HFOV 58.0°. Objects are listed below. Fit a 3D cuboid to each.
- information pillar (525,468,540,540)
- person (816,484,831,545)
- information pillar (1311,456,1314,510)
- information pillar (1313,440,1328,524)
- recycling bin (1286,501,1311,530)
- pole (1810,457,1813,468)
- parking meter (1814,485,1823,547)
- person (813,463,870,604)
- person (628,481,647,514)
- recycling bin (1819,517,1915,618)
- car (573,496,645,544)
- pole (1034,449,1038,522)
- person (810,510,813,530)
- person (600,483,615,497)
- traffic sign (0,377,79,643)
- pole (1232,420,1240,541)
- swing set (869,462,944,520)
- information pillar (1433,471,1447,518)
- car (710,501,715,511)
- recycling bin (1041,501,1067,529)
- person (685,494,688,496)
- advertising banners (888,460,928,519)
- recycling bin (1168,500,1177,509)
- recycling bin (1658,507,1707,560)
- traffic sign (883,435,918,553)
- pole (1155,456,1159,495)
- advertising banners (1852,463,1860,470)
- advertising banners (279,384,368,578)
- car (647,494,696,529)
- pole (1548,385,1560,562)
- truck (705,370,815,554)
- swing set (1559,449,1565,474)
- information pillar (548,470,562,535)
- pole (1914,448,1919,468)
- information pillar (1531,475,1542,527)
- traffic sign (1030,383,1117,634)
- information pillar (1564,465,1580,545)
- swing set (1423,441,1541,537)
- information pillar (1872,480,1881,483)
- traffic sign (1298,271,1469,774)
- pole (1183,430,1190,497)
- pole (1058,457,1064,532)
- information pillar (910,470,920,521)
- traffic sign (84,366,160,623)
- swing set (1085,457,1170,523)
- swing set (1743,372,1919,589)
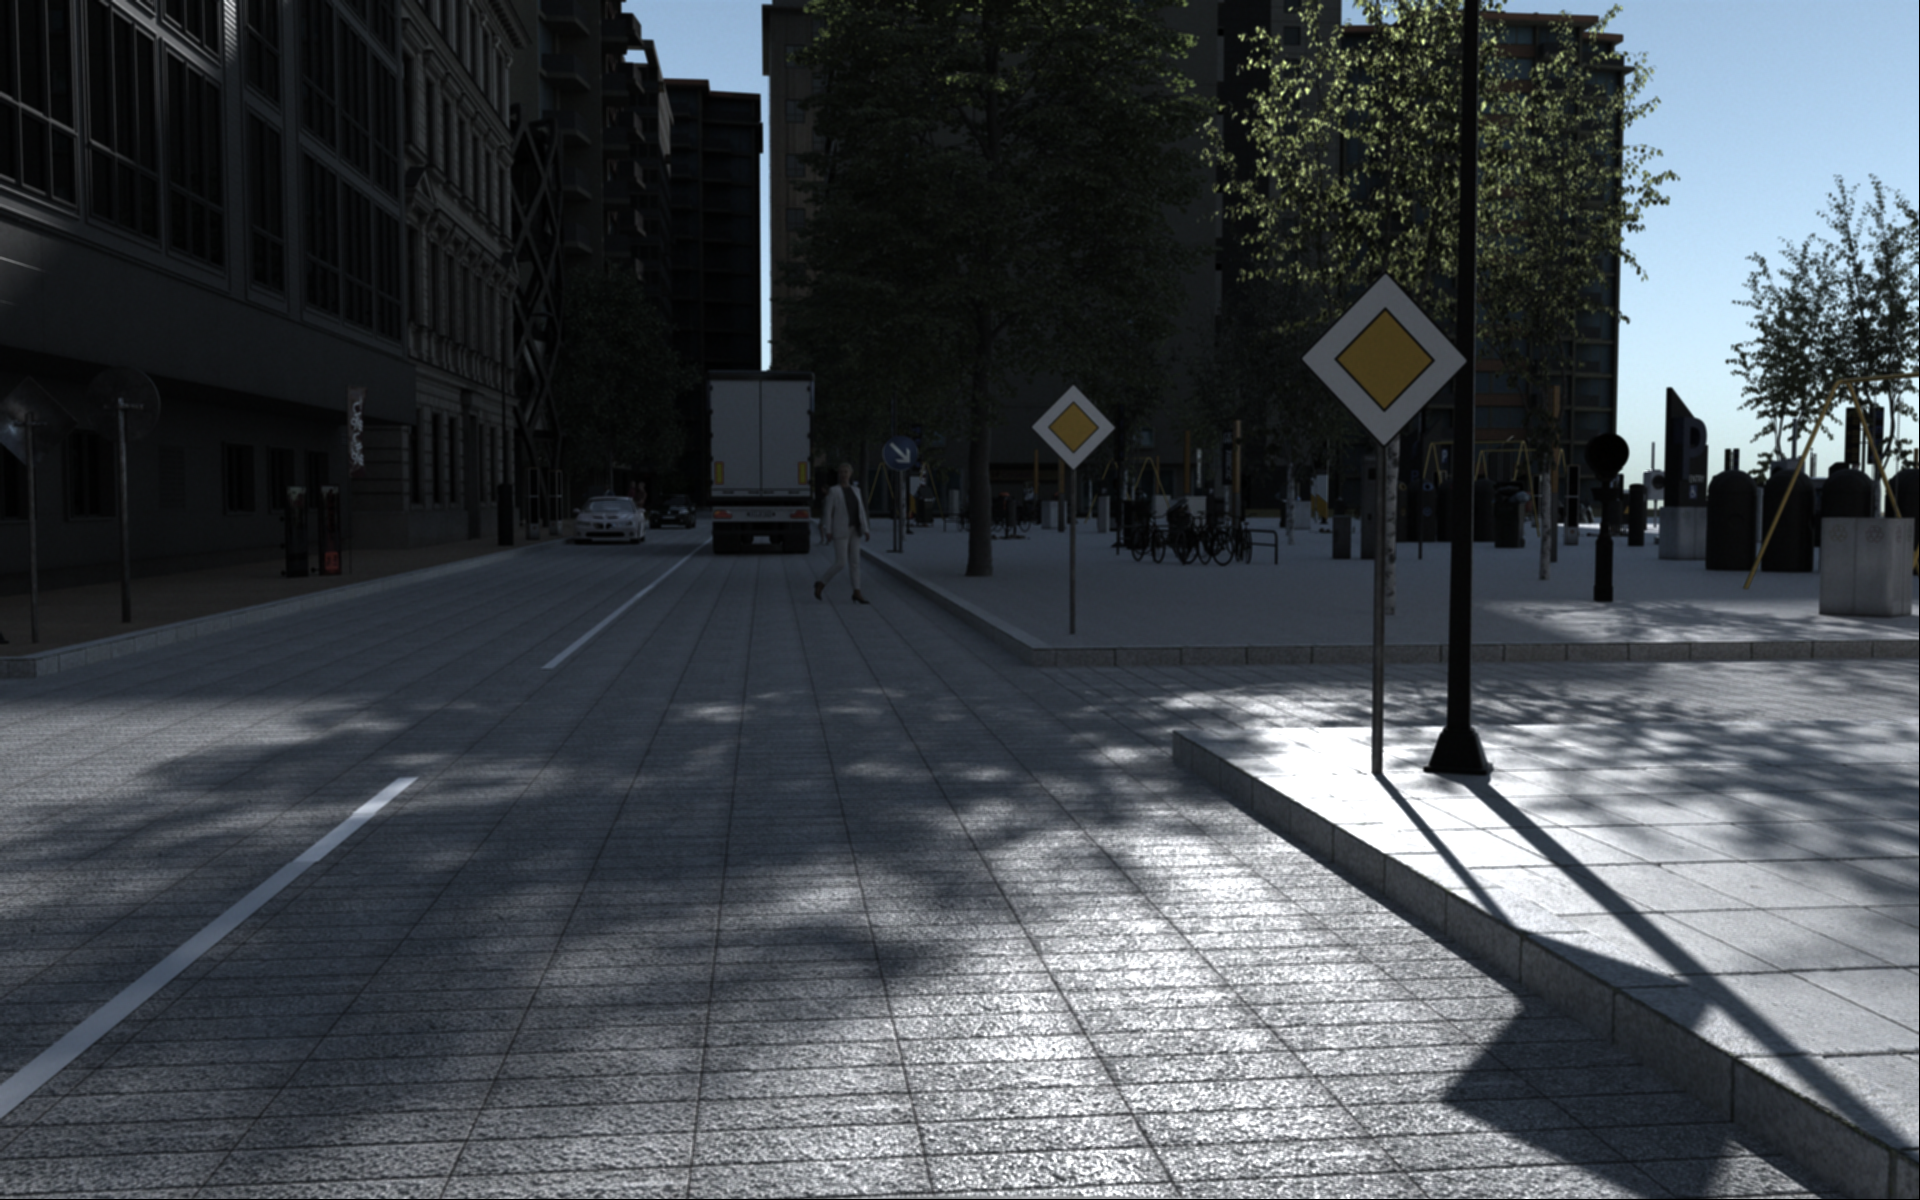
[{"bbox_3d":[-11.963,-2.688,48.437,0.304,2.012,0.304,-2,4,-34],"label":"information pillar"},{"bbox_3d":[-3.755,-2.392,48.608,0.522,1.701,0.512,0,4,2],"label":"person"},{"bbox_3d":[17.866,-5.845,86.919,0.504,3.616,0.183,2,4,26],"label":"information pillar"},{"bbox_3d":[15.547,-5.071,74.260,0.504,3.616,0.183,2,4,27],"label":"information pillar"},{"bbox_3d":[12.288,-3.078,62.880,0.722,1.027,0.722,-1,4,-10],"label":"recycling bin"},{"bbox_3d":[47.136,-6.239,95.849,0.158,3.312,0.155,0,3,0],"label":"pole"},{"bbox_3d":[20.937,-2.056,42.031,0.372,1.533,0.369,0,3,0],"label":"parking meter"},{"bbox_3d":[-1.549,-0.878,22.734,0.818,1.842,0.514,2,4,31],"label":"person"},{"bbox_3d":[-10.056,-2.777,53.885,0.580,1.828,0.573,-1,4,-19],"label":"person"},{"bbox_3d":[9.640,-0.359,18.417,0.722,1.027,0.722,-3,5,-45],"label":"recycling bin"},{"bbox_3d":[-10.289,-2.363,51.000,2.083,1.381,4.827,0,4,-7],"label":"car"},{"bbox_3d":[3.469,-5.215,79.102,0.158,3.312,0.155,0,3,0],"label":"pole"},{"bbox_3d":[-6.239,-3.698,69.151,0.728,1.800,0.709,1,4,14],"label":"person"},{"bbox_3d":[-11.400,-2.877,55.729,0.721,1.800,0.419,1,4,18],"label":"person"},{"bbox_3d":[-7.962,-0.686,14.859,0.795,2.450,0.064,0,4,-6],"label":"traffic sign"},{"bbox_3d":[7.617,-3.299,47.790,0.158,3.312,0.155,0,3,0],"label":"pole"},{"bbox_3d":[-2.683,-5.357,85.201,3.119,2.851,2.862,3,4,38],"label":"swing set"},{"bbox_3d":[14.971,-3.034,54.103,0.304,2.012,0.304,-2,4,-25],"label":"information pillar"},{"bbox_3d":[-20.255,-8.494,147.557,2.281,1.827,5.304,0,4,-8],"label":"car"},{"bbox_3d":[3.446,-3.111,63.424,0.722,1.027,0.722,-2,4,-24],"label":"recycling bin"},{"bbox_3d":[-16.764,-5.751,105.748,0.599,1.433,0.991,0,4,-6],"label":"person"},{"bbox_3d":[-2.627,-5.637,88.359,2.074,3.025,0.090,-1,4,-15],"label":"advertising banners"},{"bbox_3d":[9.962,-4.055,78.852,0.722,1.027,0.722,3,5,41],"label":"recycling bin"},{"bbox_3d":[14.218,-1.310,33.972,0.722,1.027,0.722,0,4,-7],"label":"recycling bin"},{"bbox_3d":[-1.295,-2.295,37.631,0.768,2.556,0.104,0,4,-3],"label":"traffic sign"},{"bbox_3d":[10.488,-6.006,92.042,0.158,3.312,0.155,0,3,0],"label":"pole"},{"bbox_3d":[49.324,-6.153,96.794,2.074,3.025,0.090,0,4,-7],"label":"advertising banners"},{"bbox_3d":[-9.944,-1.897,27.211,0.090,3.025,2.074,1,4,19],"label":"advertising banners"},{"bbox_3d":[-12.045,-3.844,72.633,2.009,1.686,4.222,0,4,-5],"label":"car"},{"bbox_3d":[11.155,-2.371,32.605,0.158,3.312,0.155,0,3,0],"label":"pole"},{"bbox_3d":[-5.163,-3.429,44.974,2.839,4.237,11.283,0,4,-6],"label":"truck"},{"bbox_3d":[19.545,-3.864,60.798,3.119,2.851,2.862,3,4,37],"label":"swing set"},{"bbox_3d":[-12.574,-3.017,53.819,0.304,2.012,0.304,1,4,18],"label":"information pillar"},{"bbox_3d":[42.648,-5.104,77.301,0.158,3.312,0.155,0,3,0],"label":"pole"},{"bbox_3d":[22.284,-3.817,66.900,0.304,2.012,0.304,2,4,35],"label":"information pillar"},{"bbox_3d":[1.029,-0.746,15.838,0.795,2.450,0.064,0,4,-6],"label":"traffic sign"},{"bbox_3d":[15.402,-2.393,43.610,0.304,2.012,0.304,0,4,7],"label":"information pillar"},{"bbox_3d":[15.287,-3.308,51.710,3.119,2.851,2.862,3,5,39],"label":"swing set"},{"bbox_3d":[48.174,-5.299,91.127,0.304,2.012,0.304,-3,4,-36],"label":"information pillar"},{"bbox_3d":[1.914,-0.260,7.901,0.795,2.450,0.064,0,4,-6],"label":"traffic sign"},{"bbox_3d":[7.279,-3.778,55.618,0.158,3.312,0.155,0,3,0],"label":"pole"},{"bbox_3d":[3.426,-3.958,58.561,0.158,3.312,0.155,0,3,0],"label":"pole"},{"bbox_3d":[-2.104,-5.508,81.403,0.504,3.616,0.183,0,4,-2],"label":"information pillar"},{"bbox_3d":[-8.329,-1.047,17.230,0.768,2.556,0.104,0,4,3],"label":"traffic sign"},{"bbox_3d":[7.417,-4.725,74.879,2.862,2.851,3.119,-2,4,-28],"label":"swing set"},{"bbox_3d":[12.282,-1.517,22.423,2.862,2.851,3.119,-1,4,-11],"label":"swing set"}]
